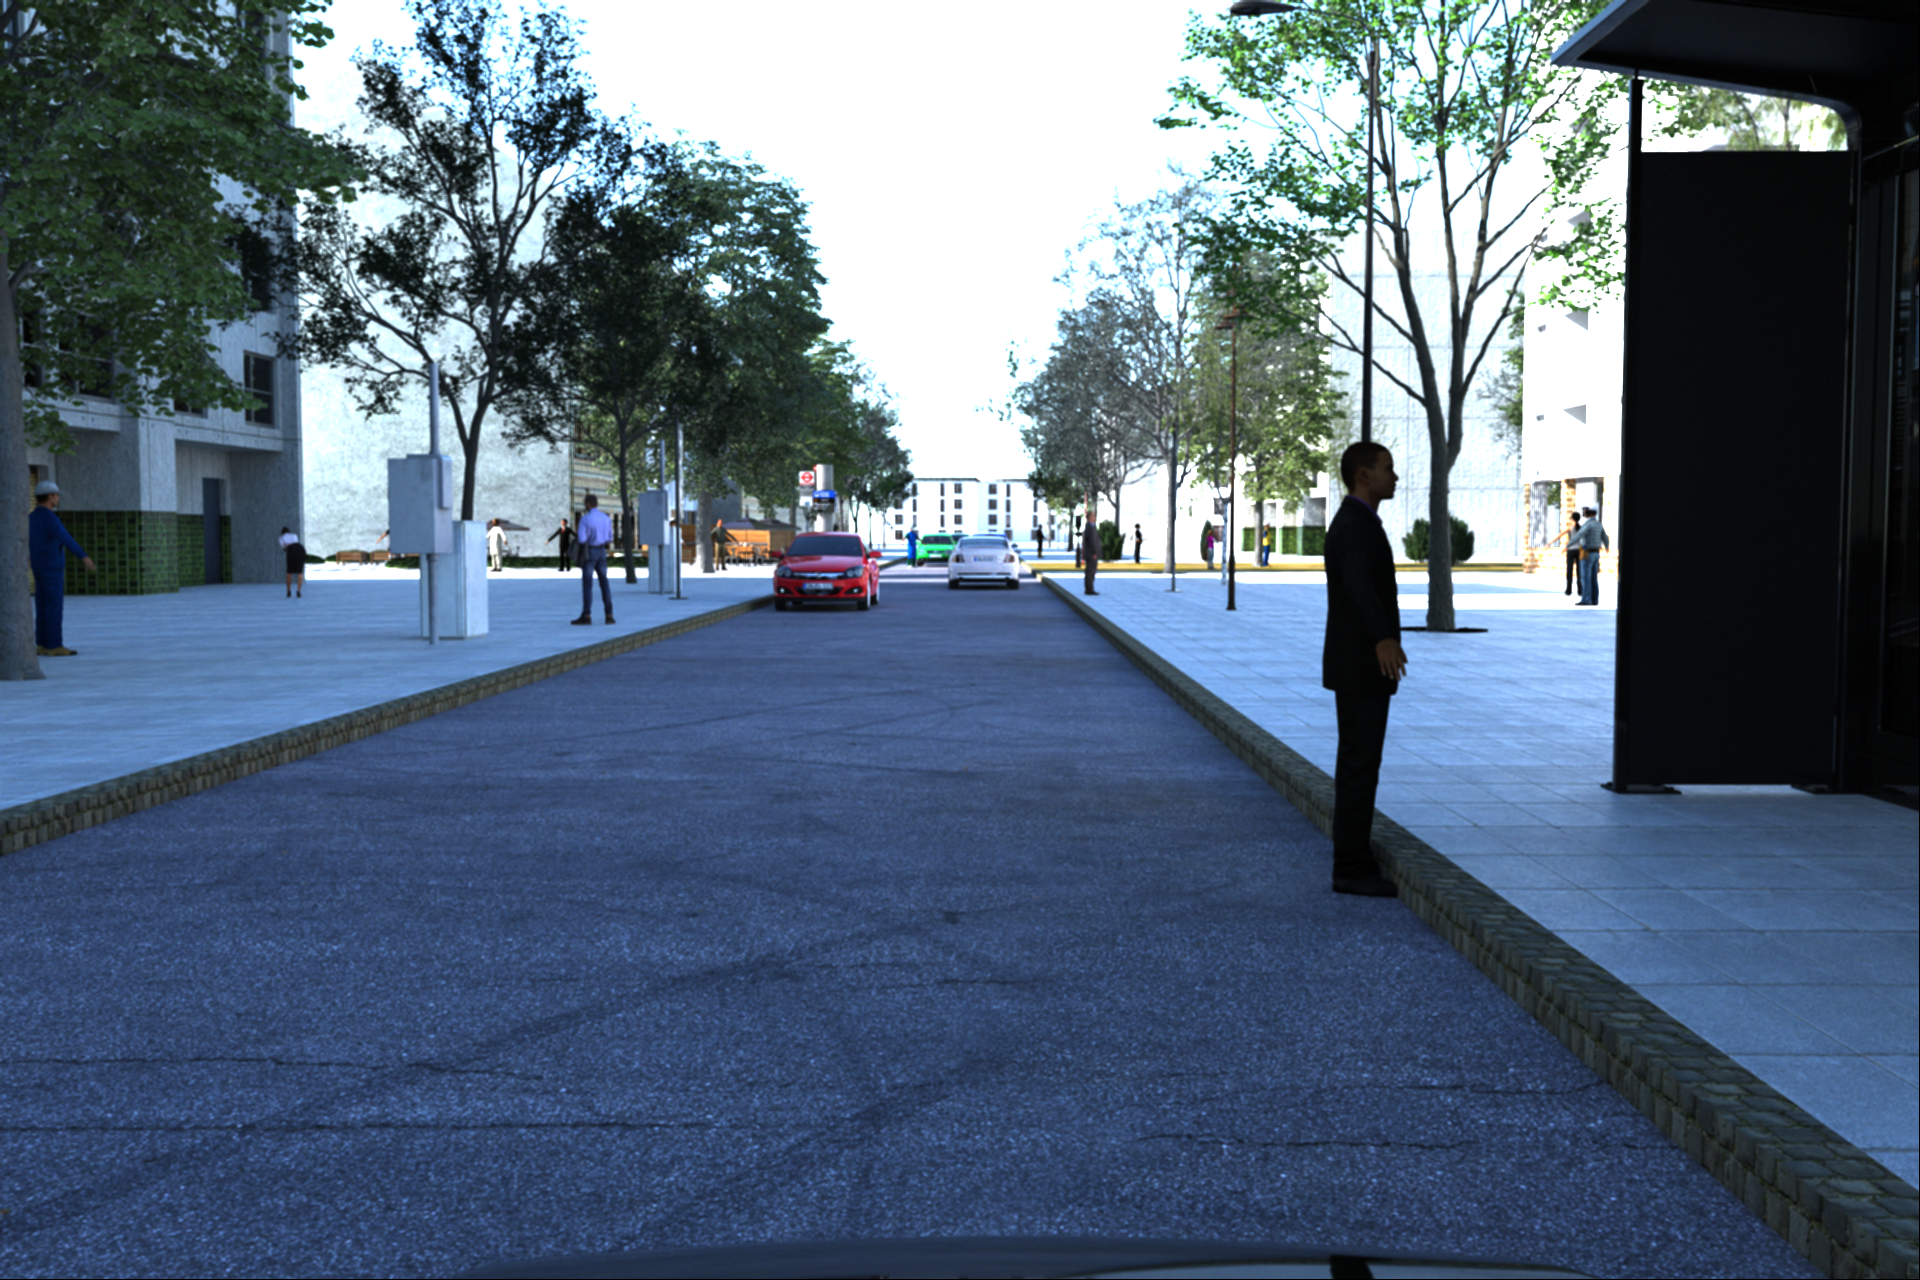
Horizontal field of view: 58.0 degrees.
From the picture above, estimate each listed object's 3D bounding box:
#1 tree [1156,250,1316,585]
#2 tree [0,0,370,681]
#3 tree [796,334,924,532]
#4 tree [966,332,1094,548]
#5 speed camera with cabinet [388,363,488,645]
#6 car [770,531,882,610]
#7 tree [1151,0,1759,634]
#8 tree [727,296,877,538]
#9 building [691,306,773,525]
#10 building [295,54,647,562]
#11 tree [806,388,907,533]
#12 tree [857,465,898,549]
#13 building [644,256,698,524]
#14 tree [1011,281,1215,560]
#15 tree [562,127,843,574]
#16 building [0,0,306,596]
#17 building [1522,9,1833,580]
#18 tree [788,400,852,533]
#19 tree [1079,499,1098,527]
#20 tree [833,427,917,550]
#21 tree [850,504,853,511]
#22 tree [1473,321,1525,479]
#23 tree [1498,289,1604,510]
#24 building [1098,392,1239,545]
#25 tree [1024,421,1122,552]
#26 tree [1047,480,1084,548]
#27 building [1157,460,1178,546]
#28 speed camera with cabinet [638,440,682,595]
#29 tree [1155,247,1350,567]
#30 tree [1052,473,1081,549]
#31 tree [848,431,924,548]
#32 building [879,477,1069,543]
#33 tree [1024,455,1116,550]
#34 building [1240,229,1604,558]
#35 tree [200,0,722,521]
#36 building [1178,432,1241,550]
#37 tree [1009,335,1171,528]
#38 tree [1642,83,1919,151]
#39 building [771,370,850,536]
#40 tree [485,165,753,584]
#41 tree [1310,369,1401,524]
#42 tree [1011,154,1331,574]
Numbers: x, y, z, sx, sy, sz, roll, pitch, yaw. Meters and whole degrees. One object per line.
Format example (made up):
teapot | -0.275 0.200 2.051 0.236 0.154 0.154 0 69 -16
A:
tree | 6.512 -5.668 43.039 4.360 8.622 3.978 0 3 0
tree | -8.452 -5.897 14.547 7.486 12.596 7.792 0 3 0
tree | -7.288 -11.990 106.414 12.009 13.543 11.850 0 3 0
tree | 7.067 -18.827 163.707 12.611 20.169 13.585 0 3 0
speed camera with cabinet | -6.275 -1.622 20.858 0.660 3.252 2.038 0 4 1
car | -2.569 -1.517 33.838 2.155 1.783 4.494 0 4 1
tree | 6.366 -5.926 22.639 9.928 11.665 9.643 0 3 0
tree | -7.813 -10.034 82.186 7.486 12.596 7.792 0 3 0
building | -25.437 -18.799 138.291 19.493 23.208 18.063 0 4 1
building | -27.166 -15.781 88.944 19.493 23.208 18.063 0 4 1
tree | -7.556 -12.117 123.864 9.928 11.665 9.643 0 3 0
tree | -6.985 -12.160 149.173 4.737 8.622 4.395 0 3 0
building | -24.261 -15.788 114.550 16.016 20.090 11.380 0 4 1
tree | 7.689 -10.701 85.337 12.009 13.543 11.850 0 3 0
tree | -8.286 -9.149 56.249 9.857 13.997 8.962 0 3 0
building | -25.486 -9.938 28.944 16.747 18.905 31.486 0 3 0
building | 23.183 -12.064 53.671 16.016 20.090 11.380 0 4 1
tree | -7.680 -8.523 89.706 4.737 8.622 4.395 0 3 0
tree | 21.043 -20.334 250.581 7.486 12.596 7.792 0 3 0
tree | -7.034 -12.554 139.666 8.767 10.594 7.601 2 4 27
tree | -16.741 -18.601 254.492 4.360 8.622 3.978 0 3 0
tree | 28.171 -10.224 77.538 12.009 13.543 11.850 0 3 0
tree | 25.561 -9.782 66.585 9.857 13.997 8.962 0 3 0
building | 27.039 -21.740 221.910 16.747 18.905 31.486 0 4 1
tree | 8.122 -11.562 123.443 7.601 10.594 8.767 -1 4 -12
tree | 8.809 -12.434 153.654 4.737 8.622 4.395 0 3 0
building | 27.297 -14.977 187.013 9.099 9.664 28.070 0 4 0
speed camera with cabinet | -6.445 -2.621 37.188 0.660 3.252 2.038 0 4 0
tree | 11.541 -9.151 67.743 7.486 12.596 7.792 0 3 0
tree | 8.992 -11.872 144.475 4.737 8.622 4.395 0 3 0
tree | -7.124 -13.641 157.436 8.767 10.594 7.601 2 4 30
building | 2.072 -18.956 254.540 28.070 9.664 9.099 0 4 -4
tree | 8.710 -12.372 136.694 8.767 10.594 7.601 2 4 28
building | 28.507 -14.848 109.223 16.747 18.905 31.486 0 4 1
tree | -8.369 -5.776 28.857 8.767 10.594 7.601 -1 4 -13
building | 23.636 -12.178 141.255 9.099 9.664 28.070 0 4 1
tree | 7.656 -11.528 98.858 12.009 13.543 11.850 0 3 0
tree | 6.330 -3.752 11.705 4.360 8.622 3.978 0 3 0
building | -22.004 -21.909 189.138 19.493 23.208 18.063 0 4 1
tree | -8.871 -6.740 44.619 7.601 10.594 8.767 0 4 -7
tree | 17.157 -7.759 77.221 4.360 8.622 3.978 0 3 0
tree | 6.833 -8.867 55.349 12.009 13.543 11.850 0 3 0
